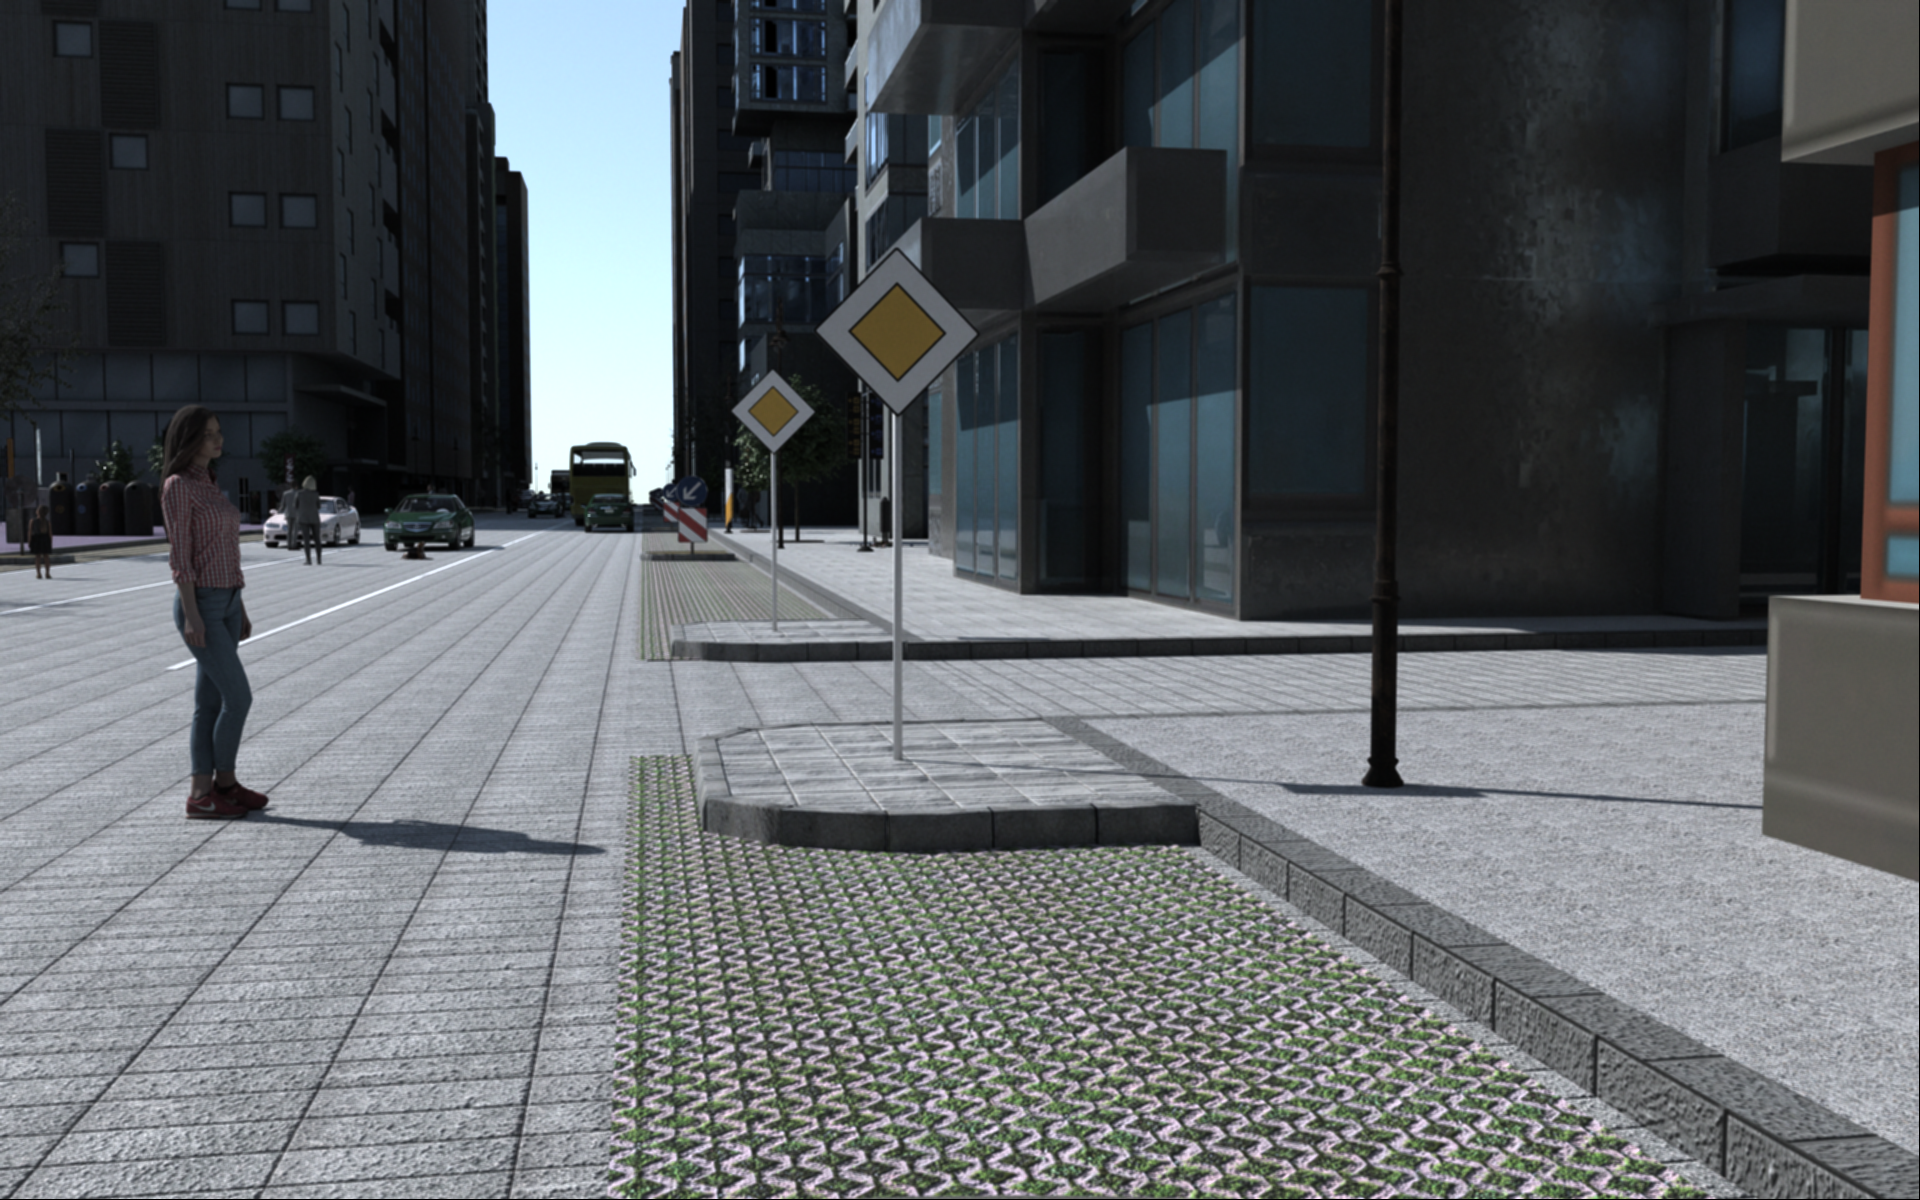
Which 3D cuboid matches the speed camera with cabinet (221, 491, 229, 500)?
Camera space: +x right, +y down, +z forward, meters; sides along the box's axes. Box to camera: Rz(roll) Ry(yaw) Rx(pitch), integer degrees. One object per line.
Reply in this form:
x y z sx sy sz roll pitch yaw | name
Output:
-36.772 -5.507 84.382 2.038 3.252 0.660 -3 4 -37 | speed camera with cabinet

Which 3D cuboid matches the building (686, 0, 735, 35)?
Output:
-11.192 -36.483 138.495 21.231 58.520 28.212 -1 4 -10 | building

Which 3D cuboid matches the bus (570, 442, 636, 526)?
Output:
-16.727 -5.486 81.236 2.896 3.916 12.252 -1 4 -10 | bus

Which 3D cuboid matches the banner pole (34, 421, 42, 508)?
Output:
-31.365 -4.215 58.929 0.401 3.779 0.863 -3 5 -41 | banner pole

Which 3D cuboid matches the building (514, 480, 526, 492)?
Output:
-70.511 -31.859 212.770 32.217 40.220 23.993 -1 4 -10 | building

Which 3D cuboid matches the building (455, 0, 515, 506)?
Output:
-60.317 -45.995 190.274 20.563 71.187 20.611 -1 4 -10 | building

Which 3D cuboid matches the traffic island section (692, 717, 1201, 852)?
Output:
-0.255 0.852 8.353 2.009 0.180 2.903 -1 4 -10 | traffic island section

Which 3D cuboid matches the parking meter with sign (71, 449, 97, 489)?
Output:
-33.463 -4.338 67.188 1.738 3.016 0.543 -2 4 -29 | parking meter with sign

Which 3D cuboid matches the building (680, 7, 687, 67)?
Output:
-18.371 -31.131 159.107 14.600 45.320 14.200 -1 4 -10 | building

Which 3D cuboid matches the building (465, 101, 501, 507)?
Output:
-54.377 -30.035 174.668 14.154 41.232 14.086 -1 4 -10 | building

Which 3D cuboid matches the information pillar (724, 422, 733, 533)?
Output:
-7.533 -3.983 56.478 0.183 3.616 0.504 -2 4 -29 | information pillar

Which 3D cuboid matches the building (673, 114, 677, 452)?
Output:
-24.046 -32.983 189.390 14.600 45.320 14.200 -1 4 -10 | building

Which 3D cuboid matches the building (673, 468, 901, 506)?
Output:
-18.704 -31.683 209.892 32.217 40.220 23.993 -1 4 -10 | building

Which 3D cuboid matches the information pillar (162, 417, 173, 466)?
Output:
-24.082 -3.756 52.768 0.183 3.616 0.504 0 4 8 | information pillar

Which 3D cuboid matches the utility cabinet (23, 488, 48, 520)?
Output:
-33.133 -3.289 62.455 1.173 1.500 0.318 -1 4 -21 | utility cabinet

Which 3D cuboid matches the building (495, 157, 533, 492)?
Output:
-65.371 -35.646 232.925 14.600 45.320 14.200 -1 4 -10 | building

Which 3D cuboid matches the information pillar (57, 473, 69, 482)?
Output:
-30.843 -3.369 59.577 0.304 2.012 0.304 -3 5 -40 | information pillar

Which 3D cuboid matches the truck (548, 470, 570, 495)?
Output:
-46.880 -13.217 205.003 2.839 4.237 11.283 -1 4 -9 | truck

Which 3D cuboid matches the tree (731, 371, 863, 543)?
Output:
-4.416 -3.822 46.206 4.285 4.588 4.351 0 3 0 | tree

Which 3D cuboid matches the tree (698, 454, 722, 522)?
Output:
-11.385 -5.274 80.824 1.663 3.219 1.824 0 3 0 | tree

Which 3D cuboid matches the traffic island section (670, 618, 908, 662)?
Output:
-1.690 0.371 16.209 2.009 0.180 2.903 -1 4 -10 | traffic island section

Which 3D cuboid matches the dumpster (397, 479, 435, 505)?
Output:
-30.447 -5.628 96.975 1.985 2.255 1.502 -1 4 -10 | dumpster

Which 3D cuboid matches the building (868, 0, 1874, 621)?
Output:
13.643 -24.956 27.632 30.456 49.044 23.786 -1 4 -10 | building

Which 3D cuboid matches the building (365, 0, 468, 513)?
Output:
-49.942 -30.461 148.152 14.600 45.320 14.200 -1 4 -10 | building

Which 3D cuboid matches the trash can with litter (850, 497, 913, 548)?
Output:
-1.989 -1.907 42.238 1.678 1.210 2.233 0 4 6 | trash can with litter

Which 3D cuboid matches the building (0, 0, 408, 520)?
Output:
-47.422 -31.115 97.974 28.713 52.752 27.495 -1 4 -10 | building

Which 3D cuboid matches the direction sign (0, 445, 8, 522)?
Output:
-44.484 -5.419 80.593 0.876 3.537 0.379 -1 4 -9 | direction sign

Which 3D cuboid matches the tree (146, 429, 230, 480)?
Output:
-33.735 -5.629 75.742 4.285 4.588 4.351 0 3 0 | tree

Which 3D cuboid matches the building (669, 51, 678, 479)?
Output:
-28.274 -42.329 234.075 21.231 58.520 28.212 -1 4 -10 | building

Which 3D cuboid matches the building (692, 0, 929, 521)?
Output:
-5.399 -48.657 108.218 22.319 86.520 31.000 -1 4 -10 | building

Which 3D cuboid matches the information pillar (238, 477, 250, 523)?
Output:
-31.704 -4.416 76.689 0.304 2.012 0.304 1 4 15 | information pillar

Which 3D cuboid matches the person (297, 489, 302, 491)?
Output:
-31.531 -4.708 83.197 0.728 1.800 0.709 3 5 41 | person

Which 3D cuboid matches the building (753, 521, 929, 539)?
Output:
4.198 -45.932 63.653 22.319 86.520 31.000 -1 4 -10 | building

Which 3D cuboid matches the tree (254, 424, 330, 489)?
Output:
-31.016 -5.921 80.516 4.285 4.588 4.351 0 3 0 | tree

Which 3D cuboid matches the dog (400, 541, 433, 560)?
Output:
-11.920 -1.086 37.951 0.550 0.427 0.748 -3 5 -40 | dog

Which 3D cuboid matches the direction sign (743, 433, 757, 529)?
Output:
-7.635 -4.376 63.538 0.876 3.537 0.379 3 5 42 | direction sign

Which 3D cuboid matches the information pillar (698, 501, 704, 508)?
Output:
-13.110 -5.083 87.592 0.304 2.012 0.304 -1 4 -12 | information pillar

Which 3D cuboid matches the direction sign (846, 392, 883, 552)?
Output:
-2.112 -2.849 38.573 0.876 3.537 0.379 -2 4 -26 | direction sign

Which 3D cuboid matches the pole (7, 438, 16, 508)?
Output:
-34.637 -4.245 63.248 0.158 3.312 0.155 0 3 0 | pole

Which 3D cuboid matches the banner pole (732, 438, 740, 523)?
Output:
-10.115 -5.362 77.692 0.401 3.779 0.863 0 4 -2 | banner pole

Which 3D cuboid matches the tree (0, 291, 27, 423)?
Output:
-33.763 -6.603 58.318 4.737 8.622 4.395 0 3 0 | tree

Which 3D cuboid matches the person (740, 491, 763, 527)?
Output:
-7.990 -3.694 66.398 0.822 1.834 0.622 1 4 21 | person

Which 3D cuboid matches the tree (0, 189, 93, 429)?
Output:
-22.918 -5.512 40.483 4.360 8.622 3.978 0 3 0 | tree

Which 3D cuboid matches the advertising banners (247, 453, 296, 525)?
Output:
-28.933 -4.691 72.883 2.074 3.025 0.090 -3 5 -41 | advertising banners

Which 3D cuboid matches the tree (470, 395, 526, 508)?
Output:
-45.022 -13.955 162.579 8.767 10.594 7.601 -2 4 -32 | tree

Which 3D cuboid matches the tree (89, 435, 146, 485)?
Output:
-27.159 -3.769 56.221 1.663 3.219 1.824 0 3 0 | tree

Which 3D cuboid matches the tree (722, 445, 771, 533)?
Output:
-6.824 -3.883 58.089 1.663 3.219 1.824 0 3 0 | tree

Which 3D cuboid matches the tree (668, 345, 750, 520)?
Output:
-11.933 -8.240 85.082 4.360 8.622 3.978 0 3 0 | tree
